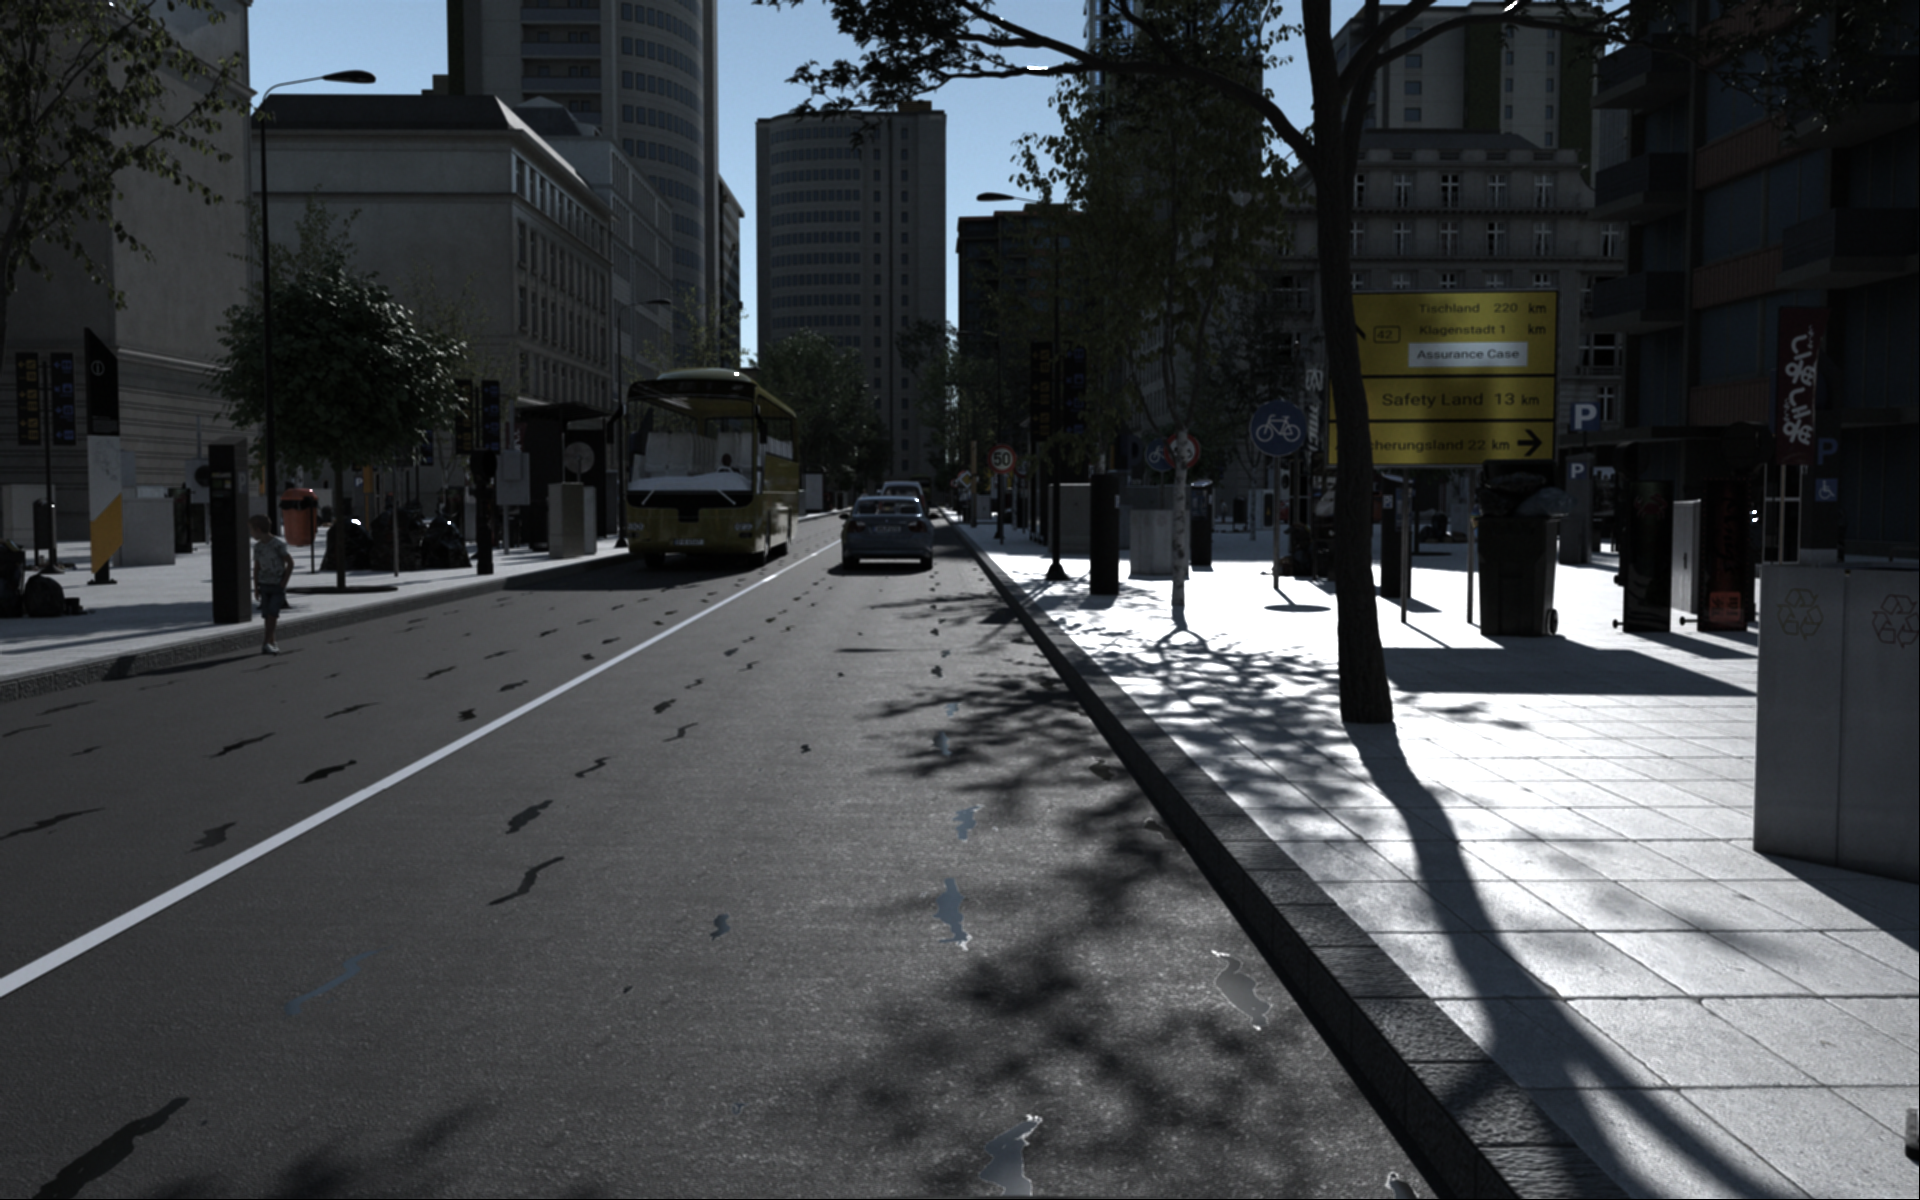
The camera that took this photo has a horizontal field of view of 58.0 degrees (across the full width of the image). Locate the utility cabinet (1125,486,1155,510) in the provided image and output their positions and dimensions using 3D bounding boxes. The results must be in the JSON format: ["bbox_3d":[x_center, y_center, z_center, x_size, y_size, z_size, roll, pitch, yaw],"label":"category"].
[{"bbox_3d":[5.133,-2.369,47.411,1.173,1.500,0.318,0,4,-2],"label":"utility cabinet"}]

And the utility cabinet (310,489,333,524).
[{"bbox_3d":[-26.851,-3.891,72.302,1.173,1.500,0.318,-2,4,-33],"label":"utility cabinet"}]

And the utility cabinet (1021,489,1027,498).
[{"bbox_3d":[3.395,-4.358,79.930,1.173,1.500,0.318,-2,4,-33],"label":"utility cabinet"}]

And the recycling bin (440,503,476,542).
[{"bbox_3d":[-13.518,-2.089,46.703,0.722,1.027,0.722,2,4,30],"label":"recycling bin"}]

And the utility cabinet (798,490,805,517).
[{"bbox_3d":[-9.115,-5.418,97.268,0.318,1.500,1.173,2,4,28],"label":"utility cabinet"}]

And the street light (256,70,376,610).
[{"bbox_3d":[-7.108,-2.850,19.144,1.470,5.913,1.316,0,4,-1],"label":"street light"}]

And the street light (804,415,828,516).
[{"bbox_3d":[-8.634,-7.922,102.071,1.470,5.913,1.316,0,4,-1],"label":"street light"}]

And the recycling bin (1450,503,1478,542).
[{"bbox_3d":[13.657,-2.090,46.723,0.722,1.027,0.722,2,4,25],"label":"recycling bin"}]

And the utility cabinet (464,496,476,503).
[{"bbox_3d":[-19.628,-3.581,69.711,1.020,1.237,0.306,1,4,14],"label":"utility cabinet"}]

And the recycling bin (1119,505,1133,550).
[{"bbox_3d":[3.531,-1.694,40.244,0.722,1.027,0.722,3,5,41],"label":"recycling bin"}]

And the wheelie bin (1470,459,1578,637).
[{"bbox_3d":[5.096,-0.479,15.745,0.980,1.594,0.693,2,4,29],"label":"wheelie bin"}]

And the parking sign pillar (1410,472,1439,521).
[{"bbox_3d":[22.049,-5.719,81.984,1.447,3.967,1.447,-2,4,-25],"label":"parking sign pillar"}]

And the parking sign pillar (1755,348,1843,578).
[{"bbox_3d":[12.909,-2.326,26.501,1.447,3.967,1.447,0,4,-4],"label":"parking sign pillar"}]

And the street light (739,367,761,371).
[{"bbox_3d":[-8.008,-5.571,63.621,1.470,5.913,1.316,0,4,-1],"label":"street light"}]

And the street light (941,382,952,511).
[{"bbox_3d":[0.047,-6.075,71.870,1.470,5.913,1.316,0,4,-1],"label":"street light"}]

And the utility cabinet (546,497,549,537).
[{"bbox_3d":[-9.501,-1.885,41.980,1.020,1.237,0.306,1,4,15],"label":"utility cabinet"}]

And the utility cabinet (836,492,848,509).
[{"bbox_3d":[-10.257,-8.643,149.999,0.318,1.500,1.173,3,5,43],"label":"utility cabinet"}]

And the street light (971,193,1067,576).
[{"bbox_3d":[0.958,-3.323,26.865,1.470,5.913,1.316,0,4,-1],"label":"street light"}]

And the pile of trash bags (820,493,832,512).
[{"bbox_3d":[-10.380,-7.274,128.684,1.912,1.369,3.447,1,4,13],"label":"pile of trash bags"}]

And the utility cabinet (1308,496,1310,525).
[{"bbox_3d":[14.347,-3.511,68.571,1.020,1.237,0.306,0,4,8],"label":"utility cabinet"}]

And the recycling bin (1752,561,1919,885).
[{"bbox_3d":[3.323,0.396,6.078,0.722,1.027,0.722,-2,4,-29],"label":"recycling bin"}]

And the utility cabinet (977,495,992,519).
[{"bbox_3d":[1.089,-4.683,87.723,1.020,1.237,0.306,1,4,20],"label":"utility cabinet"}]

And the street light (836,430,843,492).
[{"bbox_3d":[-9.085,-9.286,124.366,1.470,5.913,1.316,0,4,-1],"label":"street light"}]

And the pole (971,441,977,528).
[{"bbox_3d":[0.523,-4.433,66.321,0.158,3.312,0.155,0,3,0],"label":"pole"}]

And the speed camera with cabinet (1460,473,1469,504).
[{"bbox_3d":[33.518,-7.456,116.240,0.660,3.252,2.038,-2,4,-28],"label":"speed camera with cabinet"}]

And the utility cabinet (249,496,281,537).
[{"bbox_3d":[-21.111,-2.524,52.426,1.020,1.237,0.306,-1,4,-18],"label":"utility cabinet"}]

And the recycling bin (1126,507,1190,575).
[{"bbox_3d":[3.194,-0.927,27.716,0.722,1.027,0.722,-2,4,-25],"label":"recycling bin"}]

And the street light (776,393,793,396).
[{"bbox_3d":[-8.366,-6.564,79.870,1.470,5.913,1.316,0,4,-1],"label":"street light"}]

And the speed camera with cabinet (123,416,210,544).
[{"bbox_3d":[-19.688,-2.999,43.377,2.038,3.252,0.660,-3,5,-41],"label":"speed camera with cabinet"}]

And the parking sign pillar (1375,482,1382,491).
[{"bbox_3d":[20.948,-5.986,86.349,1.447,3.967,1.447,2,4,35],"label":"parking sign pillar"}]

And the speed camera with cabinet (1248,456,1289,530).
[{"bbox_3d":[11.073,-4.135,61.938,0.660,3.252,2.038,3,4,39],"label":"speed camera with cabinet"}]

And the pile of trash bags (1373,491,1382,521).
[{"bbox_3d":[12.025,-2.700,53.899,1.912,1.369,3.447,-2,4,-33],"label":"pile of trash bags"}]

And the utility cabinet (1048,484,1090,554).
[{"bbox_3d":[2.460,-1.733,37.017,1.173,1.500,0.318,2,4,32],"label":"utility cabinet"}]

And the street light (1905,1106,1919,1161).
[{"bbox_3d":[1.472,-1.876,3.209,1.470,5.913,1.316,0,4,-1],"label":"street light"}]

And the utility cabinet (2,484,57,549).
[{"bbox_3d":[-21.408,-1.905,39.833,0.318,1.500,1.173,1,4,21],"label":"utility cabinet"}]

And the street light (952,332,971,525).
[{"bbox_3d":[0.584,-4.718,49.674,1.470,5.913,1.316,0,4,-1],"label":"street light"}]

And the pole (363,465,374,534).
[{"bbox_3d":[-12.987,-2.701,37.997,0.158,3.312,0.155,0,3,0],"label":"pole"}]

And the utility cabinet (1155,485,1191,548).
[{"bbox_3d":[5.274,-1.968,40.852,1.173,1.500,0.318,1,4,11],"label":"utility cabinet"}]

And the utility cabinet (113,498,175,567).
[{"bbox_3d":[-14.657,-1.218,31.077,0.306,1.237,1.020,3,4,36],"label":"utility cabinet"}]

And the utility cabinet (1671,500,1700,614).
[{"bbox_3d":[8.069,-0.481,19.028,0.306,1.237,1.020,1,4,11],"label":"utility cabinet"}]

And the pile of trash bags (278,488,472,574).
[{"bbox_3d":[-9.974,-1.185,29.120,1.912,1.369,3.447,2,4,26],"label":"pile of trash bags"}]

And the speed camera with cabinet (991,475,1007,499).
[{"bbox_3d":[2.361,-5.610,86.063,0.660,3.252,2.038,3,5,40],"label":"speed camera with cabinet"}]

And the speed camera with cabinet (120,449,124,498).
[{"bbox_3d":[-29.718,-4.080,61.049,0.660,3.252,2.038,3,5,42],"label":"speed camera with cabinet"}]

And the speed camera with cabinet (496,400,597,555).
[{"bbox_3d":[-8.753,-2.588,36.653,2.038,3.252,0.660,-1,4,-13],"label":"speed camera with cabinet"}]

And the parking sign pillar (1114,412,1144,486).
[{"bbox_3d":[5.563,-4.190,56.972,1.447,3.967,1.447,2,4,34],"label":"parking sign pillar"}]

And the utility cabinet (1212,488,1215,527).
[{"bbox_3d":[9.132,-3.513,66.119,1.173,1.500,0.318,2,4,29],"label":"utility cabinet"}]

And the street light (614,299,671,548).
[{"bbox_3d":[-7.587,-4.213,41.422,1.470,5.913,1.316,0,4,-1],"label":"street light"}]

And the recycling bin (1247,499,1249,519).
[{"bbox_3d":[14.943,-4.601,87.779,0.722,1.027,0.722,-1,4,-21],"label":"recycling bin"}]

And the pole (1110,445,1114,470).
[{"bbox_3d":[6.337,-4.780,71.997,0.158,3.312,0.155,0,3,0],"label":"pole"}]

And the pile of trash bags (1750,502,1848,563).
[{"bbox_3d":[15.358,-1.363,32.033,1.912,1.369,3.447,2,4,23],"label":"pile of trash bags"}]

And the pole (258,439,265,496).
[{"bbox_3d":[-25.955,-4.315,64.396,0.158,3.312,0.155,0,3,0],"label":"pole"}]

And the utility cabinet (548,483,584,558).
[{"bbox_3d":[-7.885,-1.588,34.649,0.318,1.500,1.173,0,4,8],"label":"utility cabinet"}]
